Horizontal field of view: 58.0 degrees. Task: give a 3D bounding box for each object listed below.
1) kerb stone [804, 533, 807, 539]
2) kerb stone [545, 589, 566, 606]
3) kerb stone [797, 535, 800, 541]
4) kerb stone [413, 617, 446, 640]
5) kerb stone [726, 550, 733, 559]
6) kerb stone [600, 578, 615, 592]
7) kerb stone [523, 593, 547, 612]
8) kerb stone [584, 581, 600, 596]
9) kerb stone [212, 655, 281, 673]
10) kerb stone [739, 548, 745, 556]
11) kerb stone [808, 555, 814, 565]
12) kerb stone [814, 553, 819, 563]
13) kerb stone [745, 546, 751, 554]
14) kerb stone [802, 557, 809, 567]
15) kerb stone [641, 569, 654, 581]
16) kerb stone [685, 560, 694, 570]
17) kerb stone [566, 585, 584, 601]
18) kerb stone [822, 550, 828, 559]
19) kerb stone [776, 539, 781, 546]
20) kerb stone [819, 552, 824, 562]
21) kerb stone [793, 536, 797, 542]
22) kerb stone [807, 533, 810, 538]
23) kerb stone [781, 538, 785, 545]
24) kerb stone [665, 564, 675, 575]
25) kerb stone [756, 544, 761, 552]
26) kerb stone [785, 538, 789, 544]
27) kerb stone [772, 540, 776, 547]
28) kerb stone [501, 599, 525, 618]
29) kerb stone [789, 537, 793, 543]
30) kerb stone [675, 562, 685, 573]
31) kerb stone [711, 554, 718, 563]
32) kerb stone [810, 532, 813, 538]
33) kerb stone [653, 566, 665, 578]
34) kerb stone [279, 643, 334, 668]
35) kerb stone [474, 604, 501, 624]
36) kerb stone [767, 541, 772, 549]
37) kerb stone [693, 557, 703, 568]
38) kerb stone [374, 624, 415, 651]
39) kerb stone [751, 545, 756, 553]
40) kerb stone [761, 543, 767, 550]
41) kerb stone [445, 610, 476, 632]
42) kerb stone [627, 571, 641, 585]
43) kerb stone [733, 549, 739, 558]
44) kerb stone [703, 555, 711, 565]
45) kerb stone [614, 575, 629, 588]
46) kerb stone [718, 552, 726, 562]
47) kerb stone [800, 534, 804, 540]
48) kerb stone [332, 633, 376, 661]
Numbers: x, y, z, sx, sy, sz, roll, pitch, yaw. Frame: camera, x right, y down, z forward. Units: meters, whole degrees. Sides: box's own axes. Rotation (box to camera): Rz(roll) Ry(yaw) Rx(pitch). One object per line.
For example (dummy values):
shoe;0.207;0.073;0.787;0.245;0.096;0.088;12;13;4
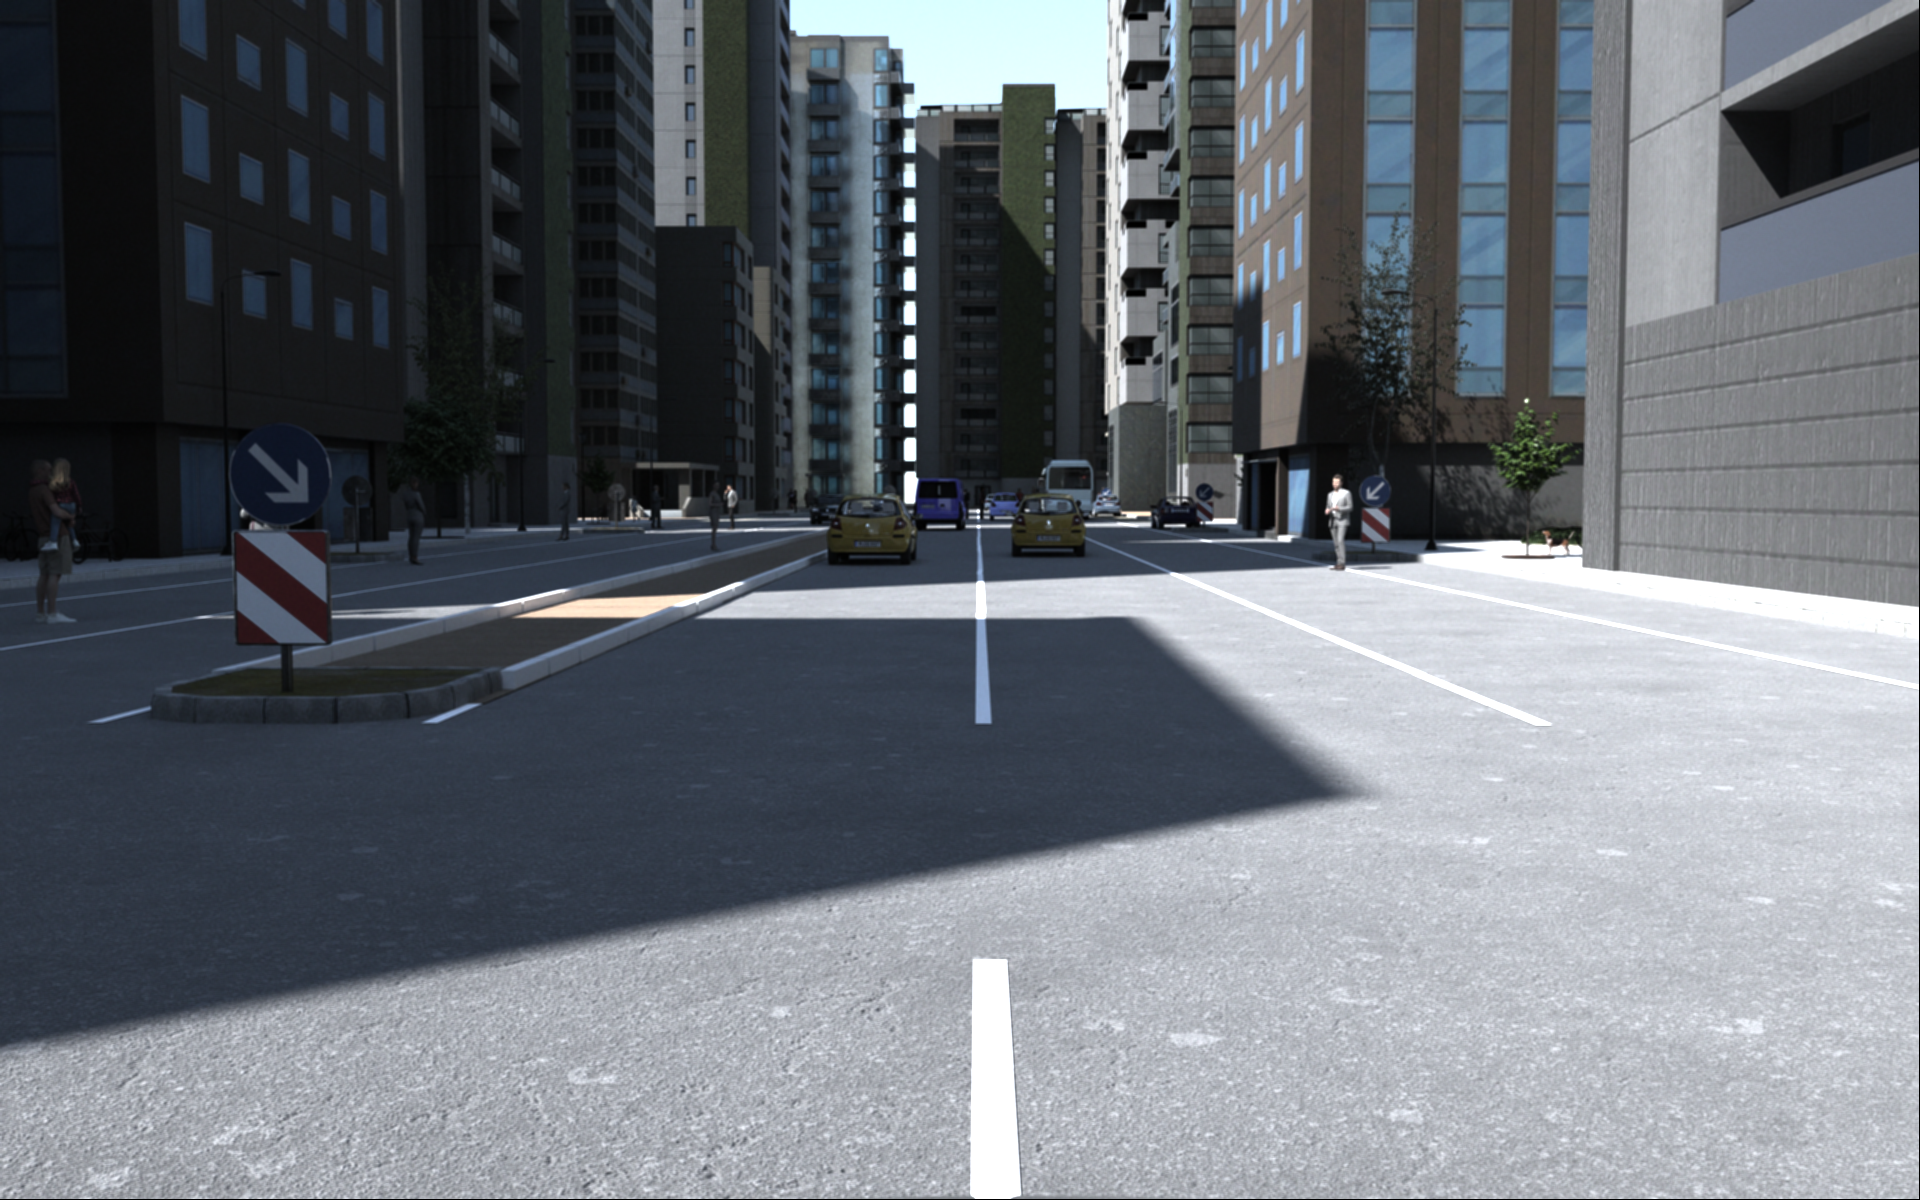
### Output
kerb stone;-4.968;-1.953;54.133;0.120;0.150;1.000;0;4;1
kerb stone;-5.302;-0.010;22.362;0.120;0.150;1.000;0;4;1
kerb stone;-4.995;-1.828;52.083;0.120;0.150;1.000;0;4;1
kerb stone;-5.355;0.305;17.245;0.120;0.150;1.000;0;4;1
kerb stone;-5.137;-0.947;37.717;0.120;0.150;1.000;0;4;1
kerb stone;-5.269;-0.198;25.428;0.120;0.150;1.000;0;4;1
kerb stone;-5.306;0.053;21.337;0.120;0.150;1.000;0;4;1
kerb stone;-5.277;-0.135;24.406;0.120;0.150;1.000;0;4;1
kerb stone;-5.395;0.556;13.142;0.120;0.150;1.000;0;4;1
kerb stone;-5.125;-1.075;39.765;0.120;0.150;1.000;0;4;1
kerb stone;-3.074;-0.763;34.665;0.120;0.150;1.000;0;4;1
kerb stone;-3.066;-0.825;35.691;0.120;0.150;1.000;0;4;1
kerb stone;-5.114;-1.136;40.787;0.120;0.150;1.000;0;4;1
kerb stone;-3.087;-0.697;33.643;0.120;0.150;1.000;0;4;1
kerb stone;-5.240;-0.386;28.511;0.120;0.150;1.000;0;4;1
kerb stone;-5.202;-0.628;32.602;0.120;0.150;1.000;0;4;1
kerb stone;-5.292;-0.073;23.384;0.120;0.150;1.000;0;4;1
kerb stone;-3.035;-0.950;37.736;0.120;0.150;1.000;0;4;1
kerb stone;-5.048;-1.514;46.953;0.120;0.150;1.000;0;4;1
kerb stone;-3.046;-0.886;36.713;0.120;0.150;1.000;0;4;1
kerb stone;-5.002;-1.763;51.059;0.120;0.150;1.000;0;4;1
kerb stone;-4.959;-2.013;55.164;0.120;0.150;1.000;0;4;1
kerb stone;-5.042;-1.576;47.975;0.120;0.150;1.000;0;4;1
kerb stone;-5.223;-0.511;30.557;0.120;0.150;1.000;0;4;1
kerb stone;-5.096;-1.262;42.832;0.120;0.150;1.000;0;4;1
kerb stone;-5.027;-1.640;49.006;0.120;0.150;1.000;0;4;1
kerb stone;-5.060;-1.447;45.919;0.120;0.150;1.000;0;4;1
kerb stone;-5.326;0.116;20.315;0.120;0.150;1.000;0;4;1
kerb stone;-5.013;-1.702;50.028;0.120;0.150;1.000;0;4;1
kerb stone;-5.198;-0.570;31.579;0.120;0.150;1.000;0;4;1
kerb stone;-5.167;-0.824;35.672;0.120;0.150;1.000;0;4;1
kerb stone;-4.952;-2.079;56.186;0.120;0.150;1.000;0;4;1
kerb stone;-5.228;-0.449;29.533;0.120;0.150;1.000;0;4;1
kerb stone;-5.384;0.492;14.164;0.120;0.150;1.000;0;4;1
kerb stone;-5.339;0.178;19.293;0.120;0.150;1.000;0;4;1
kerb stone;-5.069;-1.388;44.884;0.120;0.150;1.000;0;4;1
kerb stone;-5.176;-0.699;33.626;0.120;0.150;1.000;0;4;1
kerb stone;-5.357;0.365;16.221;0.120;0.150;1.000;0;4;1
kerb stone;-5.106;-1.200;41.809;0.120;0.150;1.000;0;4;1
kerb stone;-5.079;-1.325;43.854;0.120;0.150;1.000;0;4;1
kerb stone;-5.337;0.240;18.270;0.120;0.150;1.000;0;4;1
kerb stone;-5.253;-0.323;27.480;0.120;0.150;1.000;0;4;1
kerb stone;-5.131;-1.011;38.742;0.120;0.150;1.000;0;4;1
kerb stone;-5.173;-0.762;34.648;0.120;0.150;1.000;0;4;1
kerb stone;-5.256;-0.260;26.451;0.120;0.150;1.000;0;4;1
kerb stone;-5.153;-0.886;36.695;0.120;0.150;1.000;0;4;1
kerb stone;-4.980;-1.891;53.111;0.120;0.150;1.000;0;4;1
kerb stone;-5.380;0.428;15.195;0.120;0.150;1.000;0;4;1
